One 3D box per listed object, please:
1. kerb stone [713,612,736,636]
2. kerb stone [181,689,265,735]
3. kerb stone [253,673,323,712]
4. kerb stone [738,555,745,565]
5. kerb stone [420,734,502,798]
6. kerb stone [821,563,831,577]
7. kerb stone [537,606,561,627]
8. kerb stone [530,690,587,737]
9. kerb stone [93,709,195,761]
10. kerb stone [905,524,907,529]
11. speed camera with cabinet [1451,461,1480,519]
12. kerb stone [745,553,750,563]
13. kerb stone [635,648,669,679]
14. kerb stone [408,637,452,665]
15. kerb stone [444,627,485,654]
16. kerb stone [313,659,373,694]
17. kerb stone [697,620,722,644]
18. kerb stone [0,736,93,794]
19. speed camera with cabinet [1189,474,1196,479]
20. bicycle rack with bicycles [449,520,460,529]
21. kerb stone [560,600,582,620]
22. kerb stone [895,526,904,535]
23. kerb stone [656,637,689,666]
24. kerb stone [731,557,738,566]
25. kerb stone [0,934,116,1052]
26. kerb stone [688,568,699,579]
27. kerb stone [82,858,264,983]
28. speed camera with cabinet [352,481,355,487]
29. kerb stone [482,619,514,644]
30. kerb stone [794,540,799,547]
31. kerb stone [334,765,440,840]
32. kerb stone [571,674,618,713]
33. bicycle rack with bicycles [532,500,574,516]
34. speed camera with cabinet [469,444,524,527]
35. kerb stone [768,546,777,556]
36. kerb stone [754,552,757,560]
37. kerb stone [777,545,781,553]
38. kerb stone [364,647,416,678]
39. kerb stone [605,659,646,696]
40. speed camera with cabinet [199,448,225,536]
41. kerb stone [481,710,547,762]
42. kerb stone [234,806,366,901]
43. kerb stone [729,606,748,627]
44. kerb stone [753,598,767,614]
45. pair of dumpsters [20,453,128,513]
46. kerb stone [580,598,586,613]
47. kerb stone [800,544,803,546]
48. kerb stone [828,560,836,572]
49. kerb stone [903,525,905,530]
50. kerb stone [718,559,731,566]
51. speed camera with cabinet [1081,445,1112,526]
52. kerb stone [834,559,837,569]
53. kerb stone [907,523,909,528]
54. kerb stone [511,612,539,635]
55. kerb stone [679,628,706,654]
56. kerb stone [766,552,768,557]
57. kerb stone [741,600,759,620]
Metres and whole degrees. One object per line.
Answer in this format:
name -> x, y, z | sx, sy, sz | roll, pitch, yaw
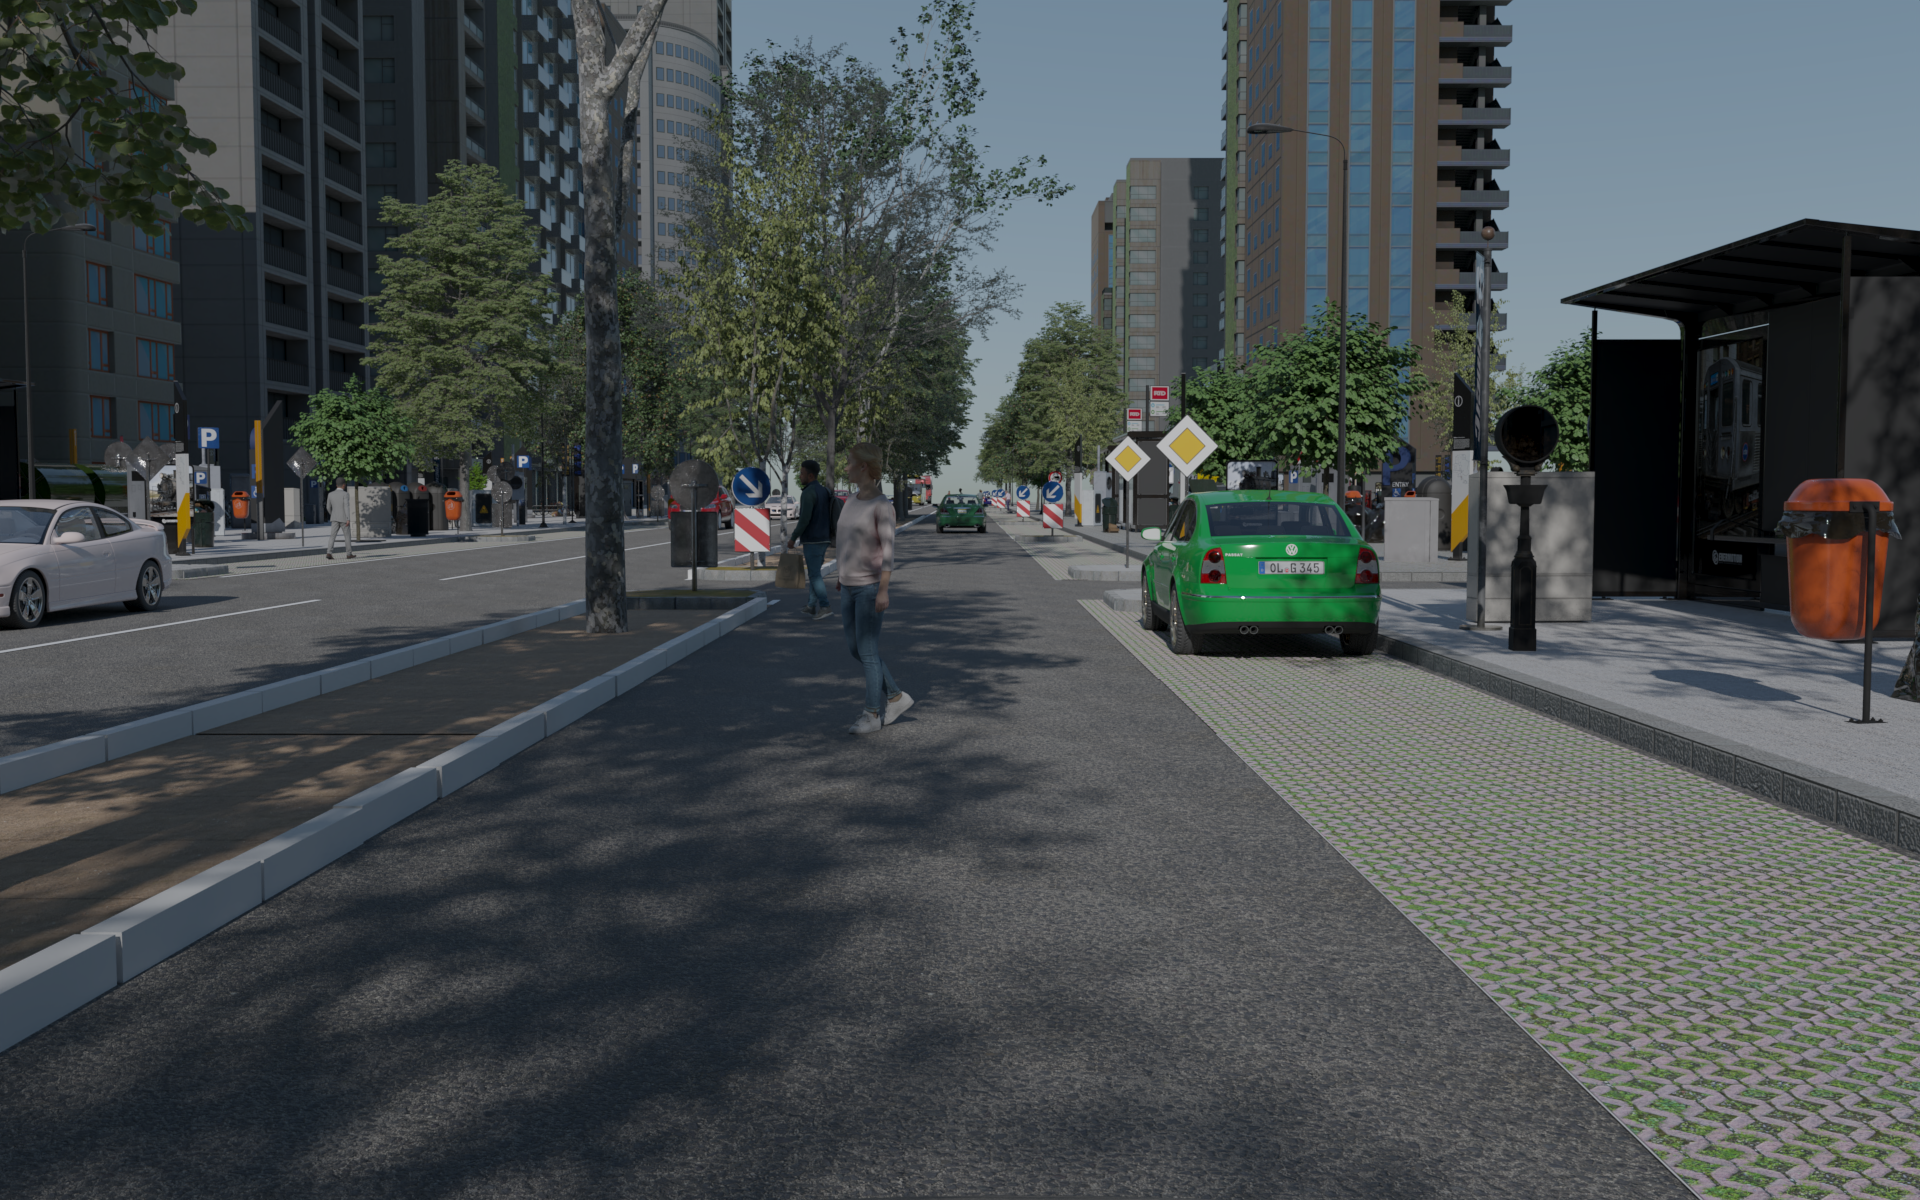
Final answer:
kerb stone -> -2.463, 0.263, 17.894 | 0.120, 0.150, 1.000 | 0, 4, 0
kerb stone -> -4.599, 0.700, 10.757 | 0.120, 0.150, 1.000 | 0, 4, 0
kerb stone -> -4.600, 0.637, 11.780 | 0.120, 0.150, 1.000 | 0, 4, 0
kerb stone -> -4.506, -0.771, 34.858 | 0.120, 0.150, 1.000 | 0, 4, 0
kerb stone -> -2.499, 0.829, 8.659 | 0.120, 0.150, 1.000 | 0, 4, 0
kerb stone -> -2.428, -0.525, 30.772 | 0.120, 0.150, 1.000 | 0, 4, 0
kerb stone -> -4.568, 0.204, 18.946 | 0.120, 0.150, 1.000 | 0, 4, 0
kerb stone -> -2.495, 0.702, 10.711 | 0.120, 0.150, 1.000 | 0, 4, 0
kerb stone -> -4.602, 0.762, 9.735 | 0.120, 0.150, 1.000 | 0, 4, 0
kerb stone -> -2.279, -2.844, 68.696 | 0.120, 0.150, 1.000 | 0, 4, 0
speed camera with cabinet -> 19.996, -4.601, 69.562 | 0.660, 3.252, 2.038 | -3, 4, -38
kerb stone -> -4.499, -0.835, 35.882 | 0.120, 0.150, 1.000 | 0, 4, 0
kerb stone -> -2.485, 0.519, 13.782 | 0.120, 0.150, 1.000 | 0, 4, 0
kerb stone -> -4.585, 0.451, 14.846 | 0.120, 0.150, 1.000 | 0, 4, 0
kerb stone -> -4.582, 0.387, 15.875 | 0.120, 0.150, 1.000 | 0, 4, 0
kerb stone -> -4.592, 0.576, 12.802 | 0.120, 0.150, 1.000 | 0, 4, 0
kerb stone -> -2.474, 0.330, 16.868 | 0.120, 0.150, 1.000 | 0, 4, 0
kerb stone -> -4.605, 0.825, 8.704 | 0.120, 0.150, 1.000 | 0, 4, 0
speed camera with cabinet -> 11.549, -5.303, 81.044 | 0.660, 3.252, 2.038 | -3, 5, -43
bicycle rack with bicycles -> -19.440, -3.089, 63.882 | 2.852, 0.926, 2.925 | 0, 4, 7
kerb stone -> -4.556, 0.139, 19.969 | 0.120, 0.150, 1.000 | 0, 4, 0
kerb stone -> -2.298, -2.649, 65.606 | 0.120, 0.150, 1.000 | 0, 4, 0
kerb stone -> -2.481, 0.452, 14.804 | 0.120, 0.150, 1.000 | 0, 4, 0
kerb stone -> -4.516, -0.712, 33.836 | 0.120, 0.150, 1.000 | 0, 4, 0
kerb stone -> -2.521, 1.079, 4.549 | 0.120, 0.150, 1.000 | 0, 4, 0
kerb stone -> -4.529, -0.460, 29.727 | 0.120, 0.150, 1.000 | 0, 4, 0
kerb stone -> -2.511, 1.017, 5.572 | 0.120, 0.150, 1.000 | 0, 4, 0
speed camera with cabinet -> -28.557, -5.483, 83.978 | 0.660, 3.252, 2.038 | 2, 4, 25
kerb stone -> -4.569, 0.324, 16.901 | 0.120, 0.150, 1.000 | 0, 4, 0
kerb stone -> -4.470, -1.463, 46.116 | 0.120, 0.150, 1.000 | 0, 4, 0
kerb stone -> -2.517, 0.891, 7.626 | 0.120, 0.150, 1.000 | 0, 4, 0
kerb stone -> -2.498, 0.644, 11.733 | 0.120, 0.150, 1.000 | 0, 4, 0
bicycle rack with bicycles -> -24.589, -5.489, 103.127 | 2.925, 0.926, 2.852 | 0, 4, -4
speed camera with cabinet -> -18.316, -4.535, 68.484 | 2.038, 3.252, 0.660 | -2, 4, -25
kerb stone -> -4.497, -1.150, 40.992 | 0.120, 0.150, 1.000 | 0, 4, 0
kerb stone -> -4.497, -0.900, 36.904 | 0.120, 0.150, 1.000 | 0, 4, 0
kerb stone -> -4.479, -1.212, 42.014 | 0.120, 0.150, 1.000 | 0, 4, 0
kerb stone -> -4.586, 0.512, 13.824 | 0.120, 0.150, 1.000 | 0, 4, 0
kerb stone -> -2.482, 0.579, 12.755 | 0.120, 0.150, 1.000 | 0, 4, 0
speed camera with cabinet -> -23.003, -3.604, 53.269 | 0.660, 3.252, 2.038 | -2, 4, -26
kerb stone -> -2.507, 0.766, 9.686 | 0.120, 0.150, 1.000 | 0, 4, 0
kerb stone -> -2.509, 0.959, 6.600 | 0.120, 0.150, 1.000 | 0, 4, 0
kerb stone -> -2.466, 0.201, 18.916 | 0.120, 0.150, 1.000 | 0, 4, 0
kerb stone -> -2.460, 0.075, 20.986 | 0.120, 0.150, 1.000 | 0, 4, 0
pair of dumpsters -> -20.513, -2.280, 39.777 | 1.574, 2.255, 4.437 | 0, 4, 0
kerb stone -> -4.559, 0.074, 20.991 | 0.120, 0.150, 1.000 | 0, 4, 0
kerb stone -> -4.459, -1.589, 48.176 | 0.120, 0.150, 1.000 | 0, 4, 0
kerb stone -> -2.418, -0.587, 31.794 | 0.120, 0.150, 1.000 | 0, 4, 0
kerb stone -> -2.289, -2.716, 66.640 | 0.120, 0.150, 1.000 | 0, 4, 0
kerb stone -> -4.519, -0.647, 32.813 | 0.120, 0.150, 1.000 | 0, 4, 0
speed camera with cabinet -> 5.503, -4.610, 69.713 | 0.660, 3.252, 2.038 | 2, 4, 26
kerb stone -> -2.411, -0.649, 32.820 | 0.120, 0.150, 1.000 | 0, 4, 0
kerb stone -> -2.281, -2.966, 70.751 | 0.120, 0.150, 1.000 | 0, 4, 0
kerb stone -> -4.571, 0.261, 17.923 | 0.120, 0.150, 1.000 | 0, 4, 0
kerb stone -> -2.478, 0.392, 15.833 | 0.120, 0.150, 1.000 | 0, 4, 0
kerb stone -> -4.499, -1.023, 38.948 | 0.120, 0.150, 1.000 | 0, 4, 0
kerb stone -> -2.462, 0.140, 19.949 | 0.120, 0.150, 1.000 | 0, 4, 0
